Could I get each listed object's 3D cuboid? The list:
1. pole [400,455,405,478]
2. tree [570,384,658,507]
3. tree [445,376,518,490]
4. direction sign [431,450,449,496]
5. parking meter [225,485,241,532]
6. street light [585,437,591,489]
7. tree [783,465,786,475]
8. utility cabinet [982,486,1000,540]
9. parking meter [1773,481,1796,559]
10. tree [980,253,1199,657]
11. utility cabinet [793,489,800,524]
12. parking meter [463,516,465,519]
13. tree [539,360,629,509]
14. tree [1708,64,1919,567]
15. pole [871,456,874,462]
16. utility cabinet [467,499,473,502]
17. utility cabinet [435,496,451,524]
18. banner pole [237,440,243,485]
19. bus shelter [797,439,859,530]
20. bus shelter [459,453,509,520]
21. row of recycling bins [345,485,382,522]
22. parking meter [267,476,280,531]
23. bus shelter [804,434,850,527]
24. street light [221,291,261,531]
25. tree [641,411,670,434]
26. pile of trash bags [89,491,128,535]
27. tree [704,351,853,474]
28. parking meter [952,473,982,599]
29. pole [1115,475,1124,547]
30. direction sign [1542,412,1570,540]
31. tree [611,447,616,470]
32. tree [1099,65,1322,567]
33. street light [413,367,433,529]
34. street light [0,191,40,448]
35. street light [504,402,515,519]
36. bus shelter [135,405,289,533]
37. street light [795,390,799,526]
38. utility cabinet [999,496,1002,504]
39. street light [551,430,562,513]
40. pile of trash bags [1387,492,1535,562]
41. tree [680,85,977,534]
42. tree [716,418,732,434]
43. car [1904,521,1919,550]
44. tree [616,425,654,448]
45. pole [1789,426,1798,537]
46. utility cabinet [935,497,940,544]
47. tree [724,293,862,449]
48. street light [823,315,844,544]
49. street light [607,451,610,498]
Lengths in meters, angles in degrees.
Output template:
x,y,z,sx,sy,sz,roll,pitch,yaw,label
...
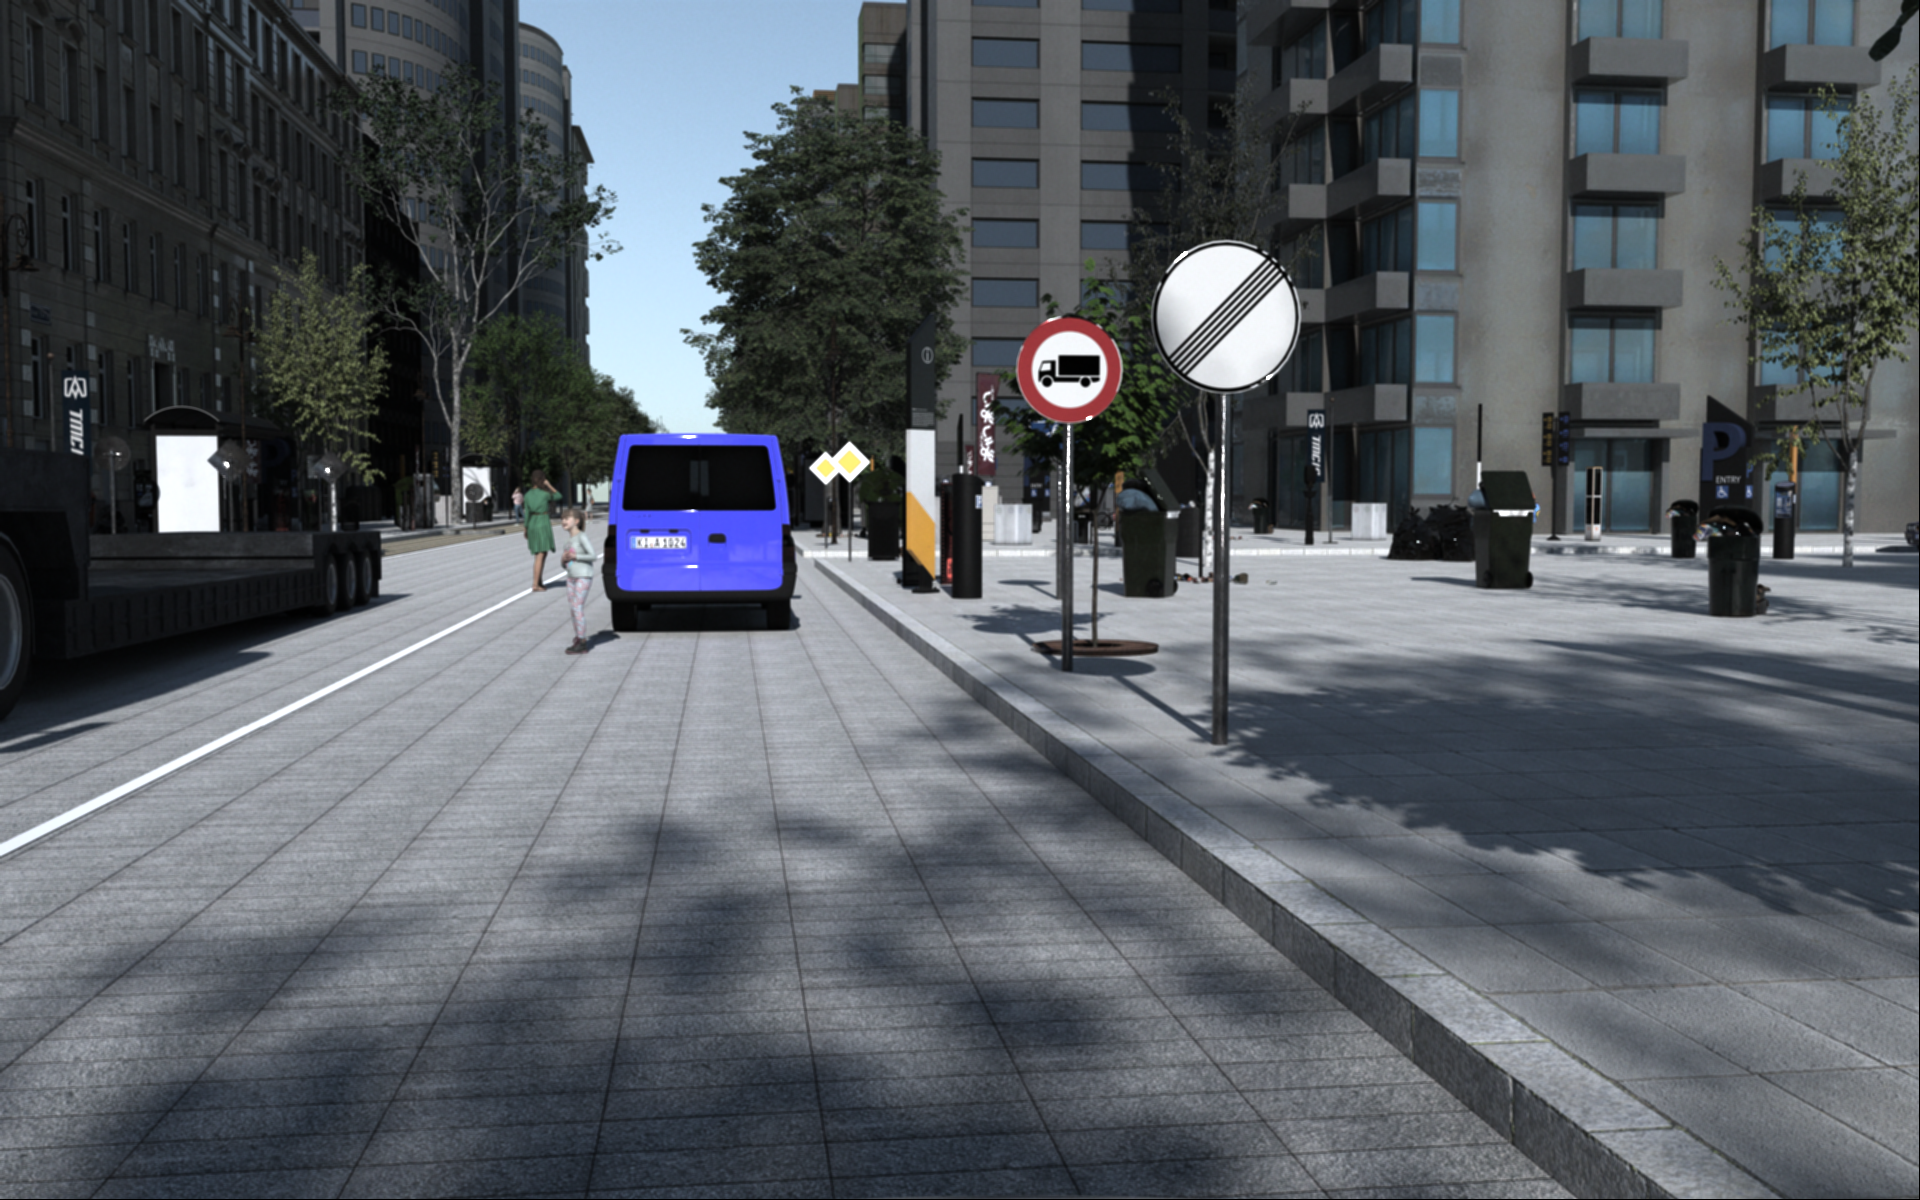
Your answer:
x,y,z,sx,sy,sz,roll,pitch,yaw,label
-29.578,-5.993,91.824,0.158,3.312,0.155,0,3,0,pole
-35.421,-15.931,177.476,9.611,12.733,9.660,0,3,0,tree
-30.066,-9.693,108.842,4.737,8.622,4.395,0,3,0,tree
-26.794,-5.954,89.345,0.876,3.537,0.379,-2,4,-26,direction sign
-19.548,-2.336,46.603,0.372,1.533,0.369,0,3,0,parking meter
-29.706,-10.148,138.708,0.468,5.910,1.993,0,4,-8,street light
-10.275,-6.196,95.910,1.663,3.219,1.824,0,3,0,tree
0.480,-2.362,47.289,1.173,1.500,0.318,1,4,9,utility cabinet
16.296,-1.579,34.235,0.372,1.533,0.369,0,3,0,parking meter
0.971,-1.193,14.109,1.663,3.219,1.824,0,3,0,tree
-7.073,-3.925,72.859,0.318,1.500,1.173,1,4,14,utility cabinet
-25.891,-4.984,89.903,0.372,1.533,0.369,0,3,0,parking meter
-32.044,-13.998,146.999,7.486,12.596,7.792,0,3,0,tree
15.608,-4.896,30.410,4.737,8.622,4.395,0,3,0,tree
-4.664,-6.018,92.241,0.158,3.312,0.155,0,3,0,pole
-23.430,-4.395,83.020,0.306,1.237,1.020,-1,4,-12,utility cabinet
-21.953,-3.849,74.090,1.020,1.237,0.306,-2,4,-24,utility cabinet
-22.935,-3.998,55.387,0.863,3.779,0.401,3,5,40,banner pole
-4.889,-4.282,63.939,2.014,3.302,5.546,0,4,-8,bus shelter
-24.479,-5.804,88.816,2.014,3.302,5.546,0,4,-8,bus shelter
-28.144,-4.572,81.861,1.069,1.692,3.534,0,4,-2,row of recycling bins
-22.853,-3.180,57.701,0.255,1.863,0.399,1,4,11,parking meter
-5.450,-4.867,70.866,1.731,3.624,6.357,0,4,-8,bus shelter
-16.357,-4.082,39.529,0.468,5.910,1.993,0,4,-8,street light
-46.533,-21.160,256.335,12.009,13.543,11.850,0,3,0,tree
-20.953,-1.942,41.509,1.912,1.369,3.447,-2,4,-26,pile of trash bags
-10.772,-11.540,105.687,9.611,12.733,9.660,0,3,0,tree
0.087,-0.790,21.328,0.372,1.533,0.369,0,3,0,parking meter
3.835,-2.922,41.611,0.158,3.312,0.155,0,3,0,pole
16.484,-3.424,47.979,0.379,3.537,0.876,-2,4,-34,direction sign
-36.718,-14.592,188.944,4.360,8.622,3.978,0,3,0,tree
4.401,-4.907,30.600,4.360,8.622,3.978,0,3,0,tree
-19.580,-5.533,63.249,0.468,5.910,1.993,0,4,-8,street light
-14.638,-3.294,26.640,0.468,5.910,1.993,0,4,-8,street light
-22.712,-7.004,87.297,0.468,5.910,1.993,0,4,-8,street light
-18.121,-2.959,42.305,2.014,3.302,5.546,0,4,-7,bus shelter
-6.475,-5.854,68.495,0.468,5.910,1.993,0,4,-8,street light
1.144,-3.430,67.236,1.020,1.237,0.306,-2,4,-35,utility cabinet
-25.866,-8.420,110.451,0.468,5.910,1.993,0,4,-8,street light
10.166,-1.495,34.192,3.447,1.369,1.912,-2,4,-35,pile of trash bags
-4.046,-9.113,55.649,9.857,13.997,8.962,0,3,0,tree
-20.300,-16.482,179.847,12.009,13.543,11.850,0,3,0,tree
24.606,-1.742,41.063,3.894,1.354,1.945,-1,4,-8,car
-40.077,-16.901,210.750,8.767,10.594,7.601,3,5,40,tree
24.926,-3.548,51.847,0.158,3.312,0.155,0,3,0,pole
-0.913,-2.010,44.030,1.020,1.237,0.306,-2,4,-33,utility cabinet
-7.998,-9.759,85.308,9.928,11.665,9.643,0,3,0,tree
-3.268,-4.406,44.819,0.468,5.910,1.993,0,4,-8,street light
-32.786,-11.565,161.873,0.468,5.910,1.993,0,4,-8,street light
